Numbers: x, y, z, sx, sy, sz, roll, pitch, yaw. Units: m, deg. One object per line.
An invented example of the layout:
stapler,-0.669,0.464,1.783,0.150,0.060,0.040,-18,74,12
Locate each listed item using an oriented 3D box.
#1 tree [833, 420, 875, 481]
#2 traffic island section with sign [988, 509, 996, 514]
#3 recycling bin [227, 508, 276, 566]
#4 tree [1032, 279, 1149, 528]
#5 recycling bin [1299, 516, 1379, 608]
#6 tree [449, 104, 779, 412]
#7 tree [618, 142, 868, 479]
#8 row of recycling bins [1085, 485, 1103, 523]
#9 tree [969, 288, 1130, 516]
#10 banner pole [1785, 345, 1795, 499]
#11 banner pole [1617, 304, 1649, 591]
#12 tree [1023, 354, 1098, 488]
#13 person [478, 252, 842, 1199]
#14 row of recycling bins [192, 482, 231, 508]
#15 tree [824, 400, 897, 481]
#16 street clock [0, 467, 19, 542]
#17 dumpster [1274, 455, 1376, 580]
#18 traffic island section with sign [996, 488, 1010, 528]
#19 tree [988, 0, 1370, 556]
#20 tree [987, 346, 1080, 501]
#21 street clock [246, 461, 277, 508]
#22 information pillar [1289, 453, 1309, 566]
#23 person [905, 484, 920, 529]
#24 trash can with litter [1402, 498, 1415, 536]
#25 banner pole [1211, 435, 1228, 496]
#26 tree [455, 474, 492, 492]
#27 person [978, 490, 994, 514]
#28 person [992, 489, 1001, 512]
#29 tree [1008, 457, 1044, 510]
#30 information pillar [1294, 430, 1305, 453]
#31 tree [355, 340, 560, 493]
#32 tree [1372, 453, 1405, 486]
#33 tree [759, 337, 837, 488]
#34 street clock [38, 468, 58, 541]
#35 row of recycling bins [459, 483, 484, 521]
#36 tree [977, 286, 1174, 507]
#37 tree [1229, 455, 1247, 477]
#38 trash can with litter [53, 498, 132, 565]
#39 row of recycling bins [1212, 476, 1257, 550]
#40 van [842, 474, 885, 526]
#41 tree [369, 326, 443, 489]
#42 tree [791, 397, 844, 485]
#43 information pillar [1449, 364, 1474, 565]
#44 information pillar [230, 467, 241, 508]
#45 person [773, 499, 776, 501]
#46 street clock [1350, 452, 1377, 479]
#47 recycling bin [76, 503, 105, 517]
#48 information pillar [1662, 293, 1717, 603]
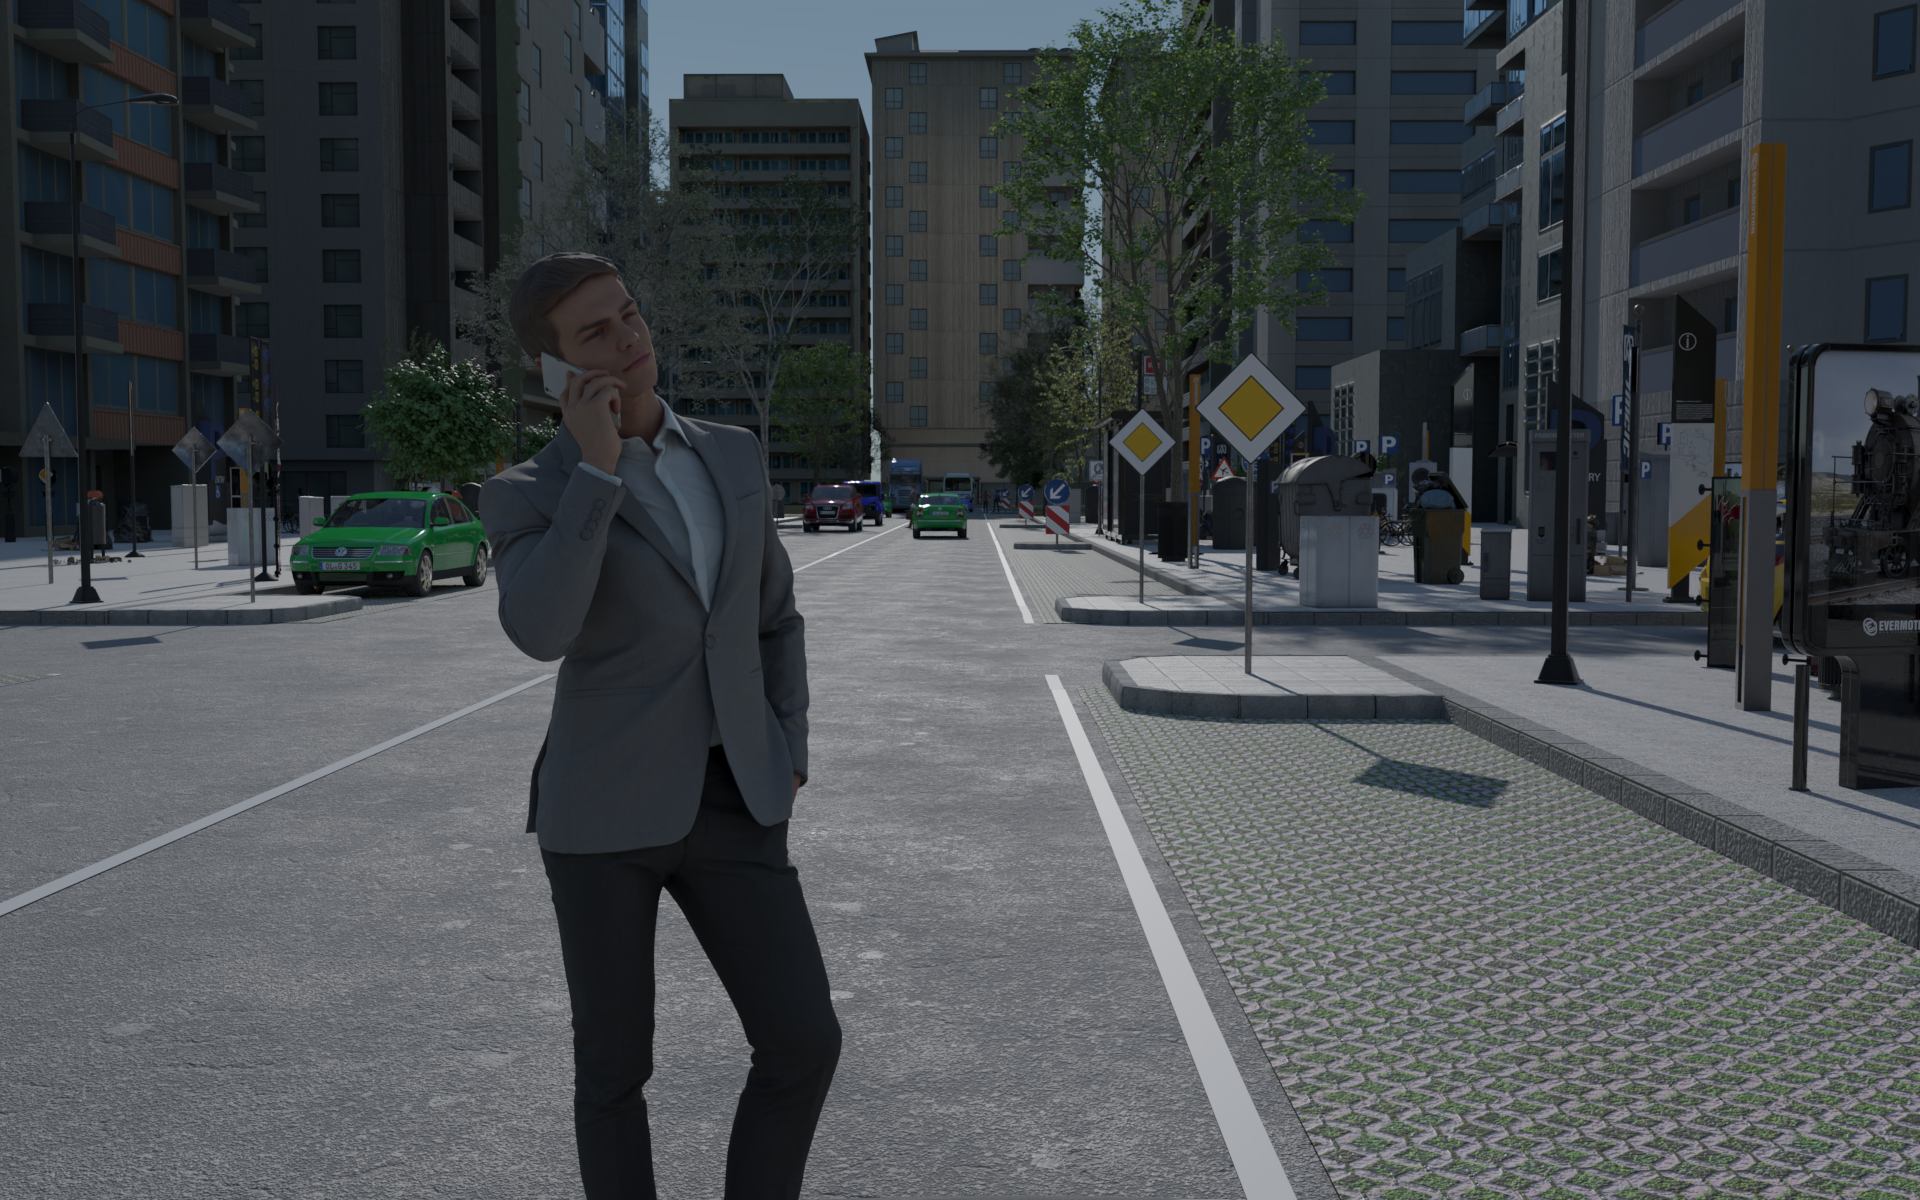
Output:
tree,-10.242,-12.958,162.225,4.360,8.622,3.978,0,3,0
traffic island section with sign,3.113,-6.992,122.942,1.989,1.847,2.006,0,4,1
recycling bin,-12.784,-1.149,31.335,0.722,1.027,0.722,-3,4,-39
tree,4.732,-6.674,59.490,4.360,8.622,3.978,0,3,0
recycling bin,4.324,-0.442,19.787,0.722,1.027,0.722,0,4,-6
tree,-10.492,-8.784,53.983,12.009,13.543,11.850,0,3,0
tree,-11.944,-14.618,94.897,12.611,20.169,13.585,0,3,0
row of recycling bins,7.306,-4.274,76.992,3.534,1.692,1.069,-1,4,-15
tree,5.223,-11.818,103.595,12.009,13.543,11.850,0,3,0
banner pole,13.913,-2.382,28.968,0.401,3.779,0.863,1,4,11
banner pole,8.826,-2.005,22.800,0.401,3.779,0.863,3,4,39
tree,4.967,-8.335,86.634,4.737,8.622,4.395,0,3,0
person,-0.455,0.360,2.788,0.592,1.802,0.473,-1,4,-20
row of recycling bins,-24.118,-2.981,55.848,1.069,1.692,3.534,-1,4,-11
tree,-10.210,-14.570,172.632,8.767,10.594,7.601,1,4,8
street clock,-25.205,-2.529,45.914,0.471,2.002,0.358,1,4,14
dumpster,5.604,-1.274,26.591,1.264,1.857,1.865,0,4,1
traffic island section with sign,2.647,-3.923,72.776,1.989,1.847,2.006,0,4,1
tree,4.402,-6.754,36.187,9.928,11.665,9.643,0,3,0
tree,5.791,-13.146,133.060,7.486,12.596,7.792,0,3,0
street clock,-14.655,-1.937,36.247,0.358,2.002,0.471,3,5,42
information pillar,6.094,-1.629,31.124,0.304,2.012,0.304,1,4,15
person,-1.907,-3.863,71.622,0.822,1.834,0.622,-1,4,-20
trash can with litter,14.100,-2.564,53.311,0.624,1.170,1.055,-1,4,-23
banner pole,10.901,-5.090,73.234,0.863,3.779,0.401,1,4,15
tree,-20.330,-4.690,71.278,1.663,3.219,1.824,0,3,0
person,1.891,-7.202,126.965,1.217,1.743,0.721,1,4,13
person,2.864,-7.879,137.192,0.709,1.838,0.599,0,4,3
tree,5.675,-9.590,140.505,4.285,4.588,4.351,0,3,0
information pillar,12.358,-4.399,63.280,0.504,3.616,0.183,-1,4,-14
tree,-11.113,-3.265,37.096,4.285,4.588,4.351,0,3,0
tree,16.949,-4.595,69.733,1.663,3.219,1.824,0,3,0
tree,-9.351,-11.502,113.817,9.928,11.665,9.643,0,3,0
street clock,-24.926,-2.618,47.379,0.471,2.002,0.358,-2,4,-30
row of recycling bins,-17.455,-3.537,64.940,1.069,1.692,3.534,2,4,25
tree,5.360,-8.817,78.565,8.767,10.594,7.601,0,4,-6
tree,12.384,-4.981,76.047,1.663,3.219,1.824,0,3,0
trash can with litter,-16.324,-1.293,32.198,1.678,1.210,2.233,0,4,-4
row of recycling bins,6.584,-2.099,41.432,1.069,1.692,3.534,1,4,14
van,-4.556,-4.631,80.106,2.240,2.365,5.245,0,4,-1
tree,-24.264,-7.725,76.671,4.737,8.622,4.395,0,3,0
tree,-10.540,-10.973,129.765,4.737,8.622,4.395,0,3,0
information pillar,9.010,-2.432,31.115,0.504,3.616,0.183,-2,4,-29
information pillar,-19.740,-2.622,47.355,0.304,2.012,0.304,0,4,-6
person,-18.780,-10.189,175.811,0.721,1.743,1.217,-2,4,-32
street clock,6.912,-1.546,29.843,0.471,2.002,0.358,0,4,-2
recycling bin,-24.522,-2.222,48.876,0.722,1.027,0.722,-2,4,-28
information pillar,8.573,-1.771,20.315,0.504,3.616,0.183,0,4,3
